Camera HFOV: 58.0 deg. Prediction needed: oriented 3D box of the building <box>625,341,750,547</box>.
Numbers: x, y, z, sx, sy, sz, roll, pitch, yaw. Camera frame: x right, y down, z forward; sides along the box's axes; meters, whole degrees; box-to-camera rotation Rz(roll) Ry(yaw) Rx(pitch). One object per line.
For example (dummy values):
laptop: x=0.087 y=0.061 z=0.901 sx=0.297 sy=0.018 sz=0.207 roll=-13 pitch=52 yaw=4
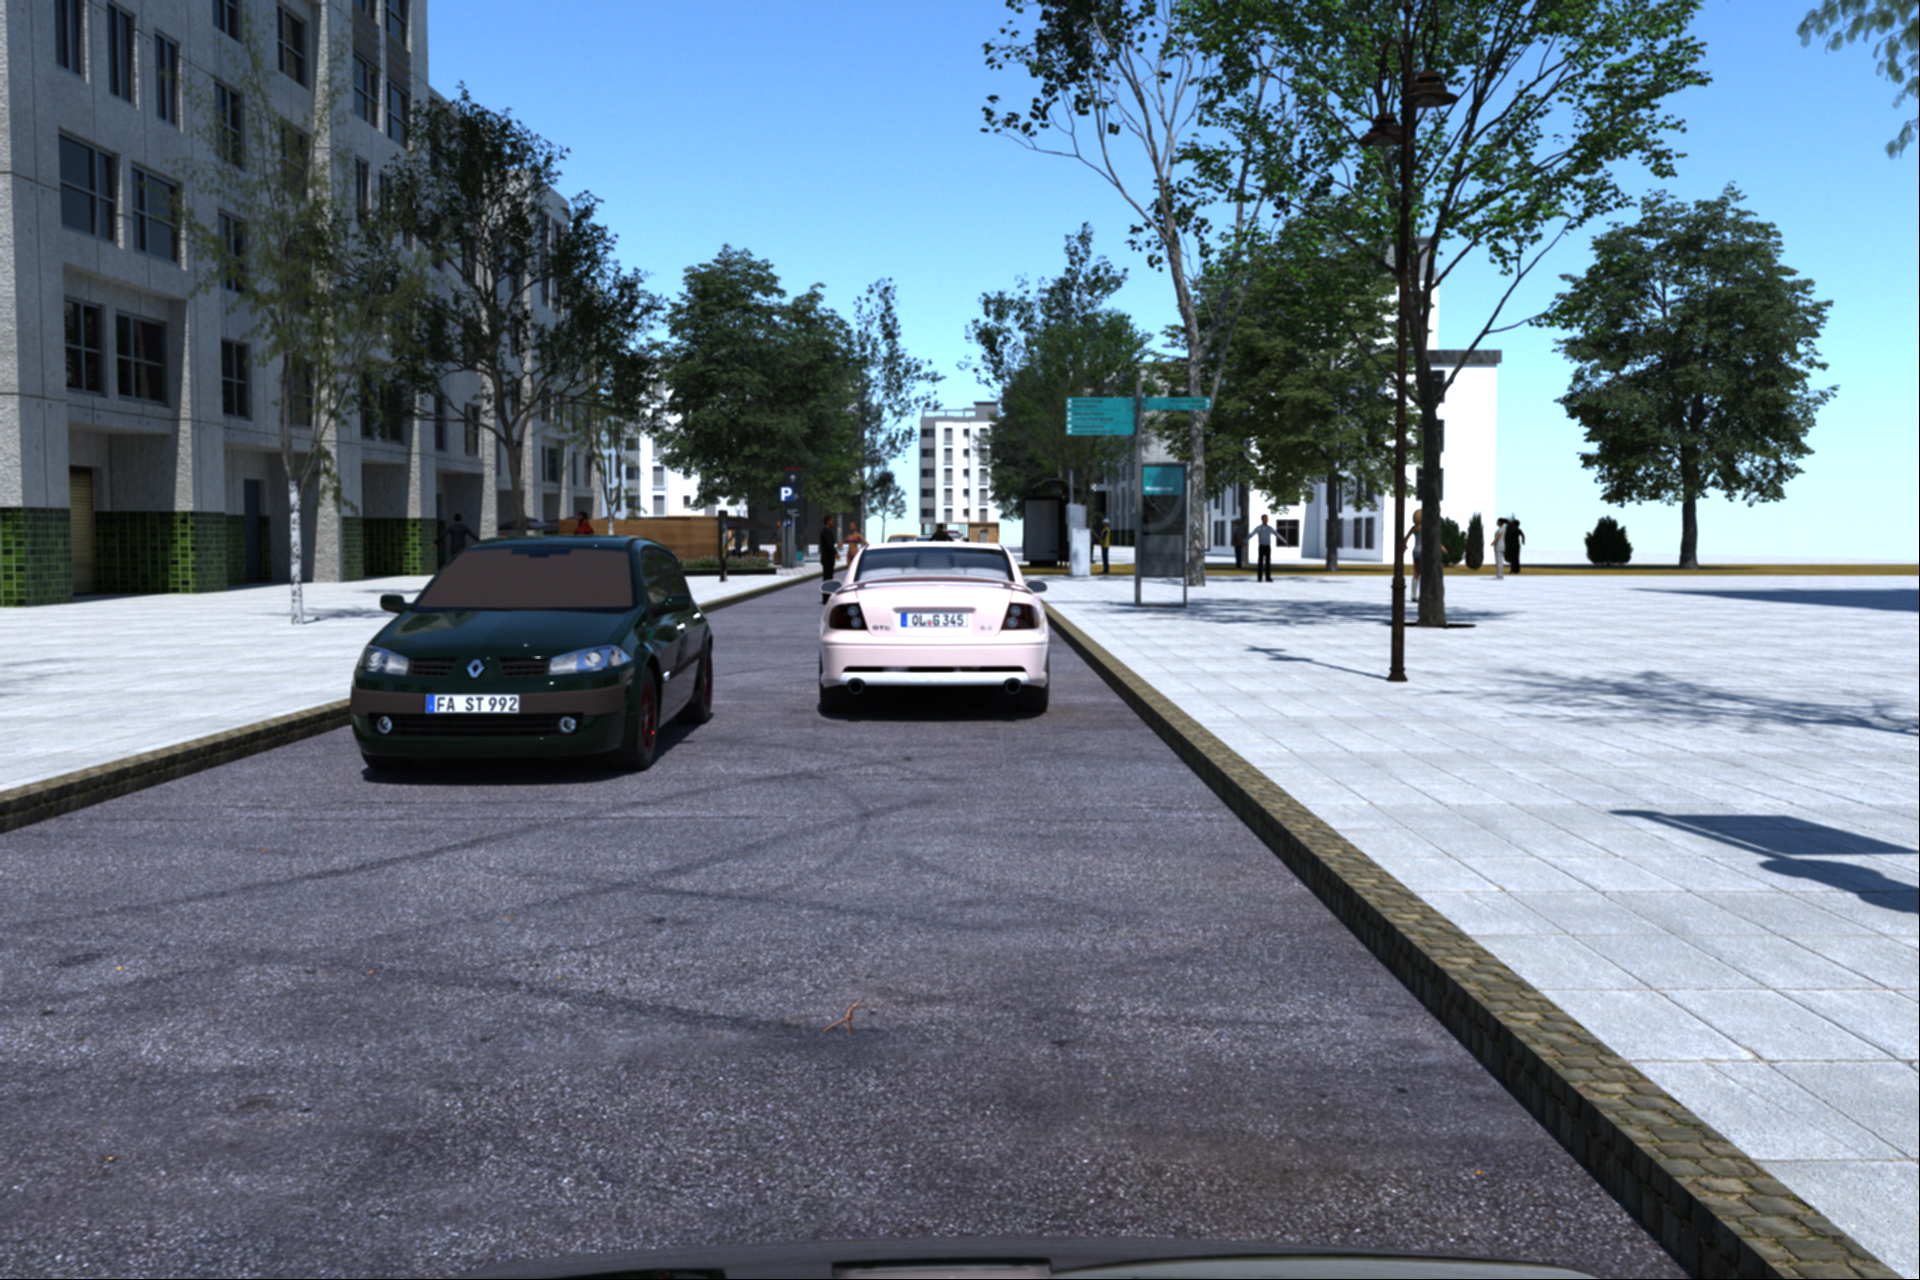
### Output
building: x=-27.163 y=-19.193 z=170.225 sx=16.016 sy=20.090 sz=11.380 roll=0 pitch=4 yaw=0

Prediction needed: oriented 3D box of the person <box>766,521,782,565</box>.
person: x=-7.399 y=-3.956 z=70.946 sx=1.348 sy=1.796 sz=0.705 roll=3 pitch=5 yaw=40

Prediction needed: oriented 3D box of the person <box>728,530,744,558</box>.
person: x=-10.029 y=-4.398 z=78.086 sx=0.705 sy=1.806 sz=1.347 roll=1 pitch=4 yaw=23

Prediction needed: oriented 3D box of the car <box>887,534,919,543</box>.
car: x=-2.242 y=-3.656 z=70.006 sx=2.015 sy=1.641 sz=3.980 roll=0 pitch=4 yaw=0

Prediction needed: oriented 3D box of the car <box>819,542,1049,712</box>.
car: x=-0.229 y=-0.182 z=15.330 sx=2.083 sy=1.381 sz=4.827 roll=0 pitch=4 yaw=-1

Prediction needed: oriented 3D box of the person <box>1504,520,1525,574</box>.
person: x=17.884 y=-3.014 z=56.004 sx=1.216 sy=1.740 sz=0.721 roll=-3 pitch=4 yaw=-36

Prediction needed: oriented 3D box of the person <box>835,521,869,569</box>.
person: x=-2.570 y=-1.947 z=41.086 sx=1.217 sy=1.733 sz=0.721 roll=2 pitch=4 yaw=35

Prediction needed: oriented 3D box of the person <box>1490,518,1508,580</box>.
person: x=15.094 y=-2.565 z=48.701 sx=0.721 sy=1.739 sz=1.217 roll=2 pitch=4 yaw=29

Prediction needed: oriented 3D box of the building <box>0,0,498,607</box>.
building: x=-24.790 y=-10.949 z=45.482 sx=16.747 sy=18.905 sz=31.486 roll=0 pitch=4 yaw=0

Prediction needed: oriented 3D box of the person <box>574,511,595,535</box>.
person: x=-8.860 y=-2.111 z=40.617 sx=0.704 sy=1.816 sz=1.345 roll=-3 pitch=5 yaw=-43

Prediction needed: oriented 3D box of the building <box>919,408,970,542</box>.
building: x=-5.616 y=-23.990 z=251.108 sx=11.380 sy=20.090 sz=16.016 roll=0 pitch=4 yaw=8

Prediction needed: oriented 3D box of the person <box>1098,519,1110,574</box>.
person: x=4.553 y=-2.981 z=55.197 sx=0.721 sy=1.772 sz=1.216 roll=1 pitch=4 yaw=13

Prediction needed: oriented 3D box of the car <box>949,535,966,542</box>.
car: x=-0.574 y=-7.443 z=134.062 sx=2.083 sy=1.381 sz=4.827 roll=0 pitch=4 yaw=-1

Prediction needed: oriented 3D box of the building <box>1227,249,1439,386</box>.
building: x=23.989 y=-16.239 z=121.931 sx=16.016 sy=20.090 sz=11.380 roll=0 pitch=4 yaw=0

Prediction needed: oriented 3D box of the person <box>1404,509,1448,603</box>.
person: x=8.663 y=-1.575 z=32.364 sx=0.721 sy=1.753 sz=1.214 roll=-2 pitch=4 yaw=-24

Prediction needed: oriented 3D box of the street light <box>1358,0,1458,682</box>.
street light: x=3.815 y=-2.578 z=14.935 sx=0.468 sy=5.910 sz=1.993 roll=0 pitch=4 yaw=0

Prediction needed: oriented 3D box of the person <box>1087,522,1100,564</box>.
person: x=5.674 y=-4.229 z=75.278 sx=0.705 sy=1.813 sz=1.348 roll=-3 pitch=4 yaw=-38

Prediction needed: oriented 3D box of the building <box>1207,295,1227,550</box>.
building: x=24.964 y=-17.222 z=137.995 sx=16.016 sy=20.090 sz=11.380 roll=0 pitch=4 yaw=0

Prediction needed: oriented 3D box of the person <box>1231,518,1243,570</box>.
person: x=9.815 y=-3.388 z=61.255 sx=0.705 sy=1.847 sz=1.347 roll=0 pitch=4 yaw=-3

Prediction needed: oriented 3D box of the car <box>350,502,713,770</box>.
car: x=-2.748 y=-0.120 z=11.751 sx=2.009 sy=1.686 sz=4.222 roll=0 pitch=4 yaw=0

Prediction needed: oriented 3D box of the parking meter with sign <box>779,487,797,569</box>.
parking meter with sign: x=-6.370 y=-4.170 z=64.441 sx=0.543 sy=3.016 sz=1.738 roll=0 pitch=3 yaw=0

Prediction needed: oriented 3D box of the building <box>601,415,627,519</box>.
building: x=-27.161 y=-10.763 z=118.129 sx=9.099 sy=9.664 sz=28.070 roll=0 pitch=4 yaw=1

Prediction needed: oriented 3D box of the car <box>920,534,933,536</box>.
car: x=-2.136 y=-6.594 z=119.613 sx=2.131 sy=1.459 sz=4.920 roll=0 pitch=4 yaw=0

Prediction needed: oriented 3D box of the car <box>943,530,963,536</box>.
car: x=-0.878 y=-8.979 z=155.482 sx=2.281 sy=1.827 sz=5.304 roll=0 pitch=4 yaw=-1

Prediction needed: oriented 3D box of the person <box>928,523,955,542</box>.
person: x=-0.616 y=-3.059 z=58.609 sx=1.346 sy=1.812 sz=0.704 roll=2 pitch=4 yaw=27

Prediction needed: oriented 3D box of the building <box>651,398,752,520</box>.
building: x=-28.959 y=-20.263 z=187.720 sx=16.016 sy=20.090 sz=11.380 roll=0 pitch=4 yaw=0

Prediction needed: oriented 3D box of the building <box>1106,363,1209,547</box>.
building: x=25.679 y=-19.636 z=187.503 sx=16.747 sy=18.905 sz=31.486 roll=0 pitch=4 yaw=0

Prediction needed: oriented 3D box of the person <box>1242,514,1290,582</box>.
person: x=8.161 y=-2.458 z=46.349 sx=1.344 sy=1.810 sz=0.704 roll=-1 pitch=4 yaw=-12

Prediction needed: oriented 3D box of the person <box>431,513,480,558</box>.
person: x=-13.158 y=-2.408 z=45.413 sx=1.345 sy=1.823 sz=0.704 roll=-1 pitch=4 yaw=-18

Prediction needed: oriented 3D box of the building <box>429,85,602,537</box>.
building: x=-29.183 y=-13.326 z=84.332 sx=16.747 sy=18.905 sz=31.486 roll=0 pitch=4 yaw=0

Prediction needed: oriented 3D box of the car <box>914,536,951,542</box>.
car: x=-0.978 y=-3.111 z=63.228 sx=2.083 sy=1.381 sz=4.827 roll=0 pitch=4 yaw=-1

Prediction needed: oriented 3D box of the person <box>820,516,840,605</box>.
person: x=-2.643 y=-1.615 z=35.086 sx=0.704 sy=1.802 sz=1.346 roll=-1 pitch=4 yaw=-13

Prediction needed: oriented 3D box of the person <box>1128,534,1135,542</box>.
person: x=8.841 y=-4.797 z=84.621 sx=1.347 sy=1.806 sz=0.705 roll=-2 pitch=4 yaw=-29

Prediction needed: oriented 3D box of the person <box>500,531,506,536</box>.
person: x=-18.999 y=-3.865 z=72.457 sx=0.599 sy=1.433 sz=0.991 roll=-3 pitch=4 yaw=-37

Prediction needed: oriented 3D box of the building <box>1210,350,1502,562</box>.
building: x=19.984 y=-9.226 z=92.995 sx=9.099 sy=9.664 sz=28.070 roll=0 pitch=4 yaw=0

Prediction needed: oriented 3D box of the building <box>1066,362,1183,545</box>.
building: x=25.227 y=-23.106 z=221.758 sx=27.936 sy=21.610 sz=32.646 roll=0 pitch=4 yaw=0

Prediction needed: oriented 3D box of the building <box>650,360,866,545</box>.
building: x=-26.608 y=-22.891 z=218.236 sx=27.936 sy=21.610 sz=32.646 roll=0 pitch=4 yaw=0
